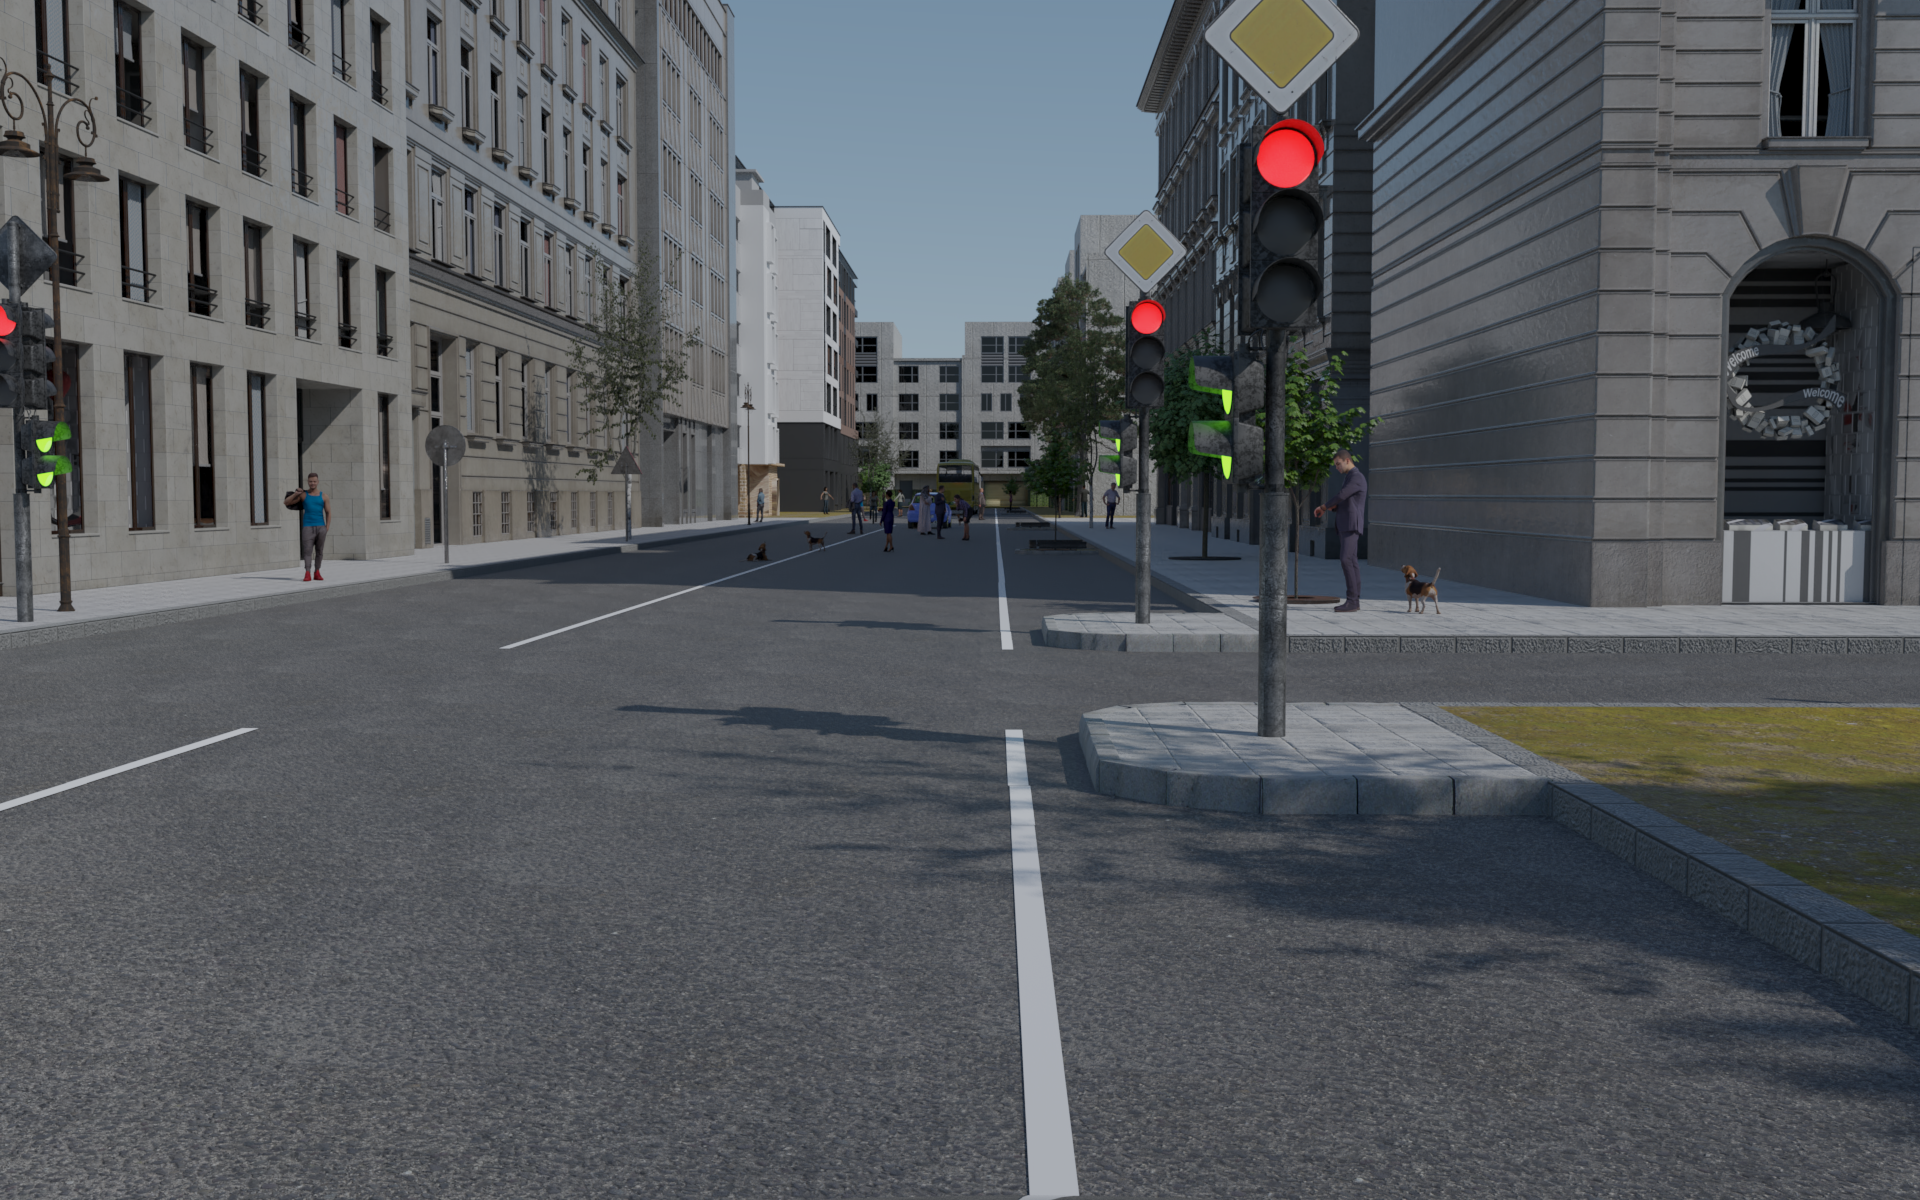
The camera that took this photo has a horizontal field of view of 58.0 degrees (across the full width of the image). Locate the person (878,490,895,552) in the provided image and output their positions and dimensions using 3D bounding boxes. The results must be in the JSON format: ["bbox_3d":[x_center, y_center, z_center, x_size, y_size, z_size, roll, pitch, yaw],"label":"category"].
[{"bbox_3d":[-1.869,-1.959,42.894,0.546,1.535,0.453,1,4,19],"label":"person"}]

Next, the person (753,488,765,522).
[{"bbox_3d":[-9.062,-4.290,78.398,0.499,1.552,0.429,-2,4,-31],"label":"person"}]

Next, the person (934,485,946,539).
[{"bbox_3d":[-0.627,-2.805,55.285,0.530,1.710,0.541,3,5,43],"label":"person"}]

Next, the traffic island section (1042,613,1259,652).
[{"bbox_3d":[1.833,0.312,17.177,2.009,0.180,2.903,0,4,1],"label":"traffic island section"}]

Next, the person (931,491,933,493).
[{"bbox_3d":[-2.440,-8.433,146.009,0.705,1.869,1.348,2,4,33],"label":"person"}]

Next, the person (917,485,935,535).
[{"bbox_3d":[-1.193,-3.160,60.835,0.621,1.740,0.551,0,4,7],"label":"person"}]

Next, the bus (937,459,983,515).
[{"bbox_3d":[-0.035,-7.949,121.513,2.896,3.916,12.252,0,4,3],"label":"bus"}]

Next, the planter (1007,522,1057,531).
[{"bbox_3d":[2.860,-2.929,69.021,1.991,0.319,1.994,0,4,1],"label":"planter"}]

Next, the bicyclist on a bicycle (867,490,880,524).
[{"bbox_3d":[-4.142,-4.460,82.937,1.499,1.676,1.625,0,4,-1],"label":"bicyclist on a bicycle"}]

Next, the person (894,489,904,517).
[{"bbox_3d":[-3.838,-6.098,108.983,0.721,1.735,1.217,2,4,32],"label":"person"}]

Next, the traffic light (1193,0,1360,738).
[{"bbox_3d":[1.635,-1.213,9.082,0.839,4.213,0.868,0,4,1],"label":"traffic light"}]

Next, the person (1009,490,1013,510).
[{"bbox_3d":[4.238,-8.133,142.153,0.721,1.739,1.217,0,4,4],"label":"person"}]

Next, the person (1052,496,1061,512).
[{"bbox_3d":[6.908,-7.064,121.169,0.705,1.869,1.348,3,5,44],"label":"person"}]

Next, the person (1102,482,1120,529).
[{"bbox_3d":[5.645,-3.497,64.154,0.756,1.711,0.436,-1,4,-17],"label":"person"}]

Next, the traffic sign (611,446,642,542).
[{"bbox_3d":[-9.010,-2.860,46.769,0.884,2.594,0.081,1,4,9],"label":"traffic sign"}]

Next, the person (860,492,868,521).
[{"bbox_3d":[-5.168,-4.955,91.382,0.647,1.594,0.662,3,4,38],"label":"person"}]

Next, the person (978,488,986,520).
[{"bbox_3d":[1.234,-5.290,95.550,0.434,1.755,0.990,1,4,19],"label":"person"}]

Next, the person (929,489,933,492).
[{"bbox_3d":[-1.903,-5.887,105.275,0.721,1.766,1.217,0,4,2],"label":"person"}]

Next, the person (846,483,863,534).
[{"bbox_3d":[-3.795,-3.276,61.935,0.599,1.838,0.709,3,5,43],"label":"person"}]

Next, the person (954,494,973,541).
[{"bbox_3d":[0.103,-2.548,53.389,0.697,1.427,0.421,-3,5,-40],"label":"person"}]

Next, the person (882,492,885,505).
[{"bbox_3d":[-7.552,-9.970,172.972,0.415,1.643,0.593,-3,5,-41],"label":"person"}]

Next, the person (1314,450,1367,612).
[{"bbox_3d":[4.175,-0.767,19.034,0.568,1.767,0.683,0,4,2],"label":"person"}]

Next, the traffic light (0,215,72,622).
[{"bbox_3d":[-9.366,-1.714,17.270,0.839,4.213,0.868,0,4,1],"label":"traffic light"}]

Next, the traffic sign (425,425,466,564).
[{"bbox_3d":[-9.491,-1.948,31.948,0.768,2.556,0.104,0,4,4],"label":"traffic sign"}]

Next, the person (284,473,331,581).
[{"bbox_3d":[-9.640,-1.084,25.637,0.647,1.594,0.662,-2,4,-32],"label":"person"}]

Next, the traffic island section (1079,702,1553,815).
[{"bbox_3d":[1.675,0.800,9.194,2.009,0.180,2.903,0,4,1],"label":"traffic island section"}]

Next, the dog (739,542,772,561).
[{"bbox_3d":[-4.391,-1.034,37.096,0.748,0.427,0.550,0,4,-8],"label":"dog"}]

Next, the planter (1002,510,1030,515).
[{"bbox_3d":[3.864,-6.030,119.723,1.991,0.319,1.994,0,4,1],"label":"planter"}]

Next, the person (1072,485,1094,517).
[{"bbox_3d":[6.800,-5.443,95.057,1.348,1.821,0.705,-2,4,-26],"label":"person"}]

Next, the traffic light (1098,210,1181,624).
[{"bbox_3d":[1.794,-1.702,17.065,0.839,4.213,0.868,0,4,1],"label":"traffic light"}]

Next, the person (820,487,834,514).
[{"bbox_3d":[-8.373,-6.242,108.817,0.721,1.735,1.217,3,4,36],"label":"person"}]
